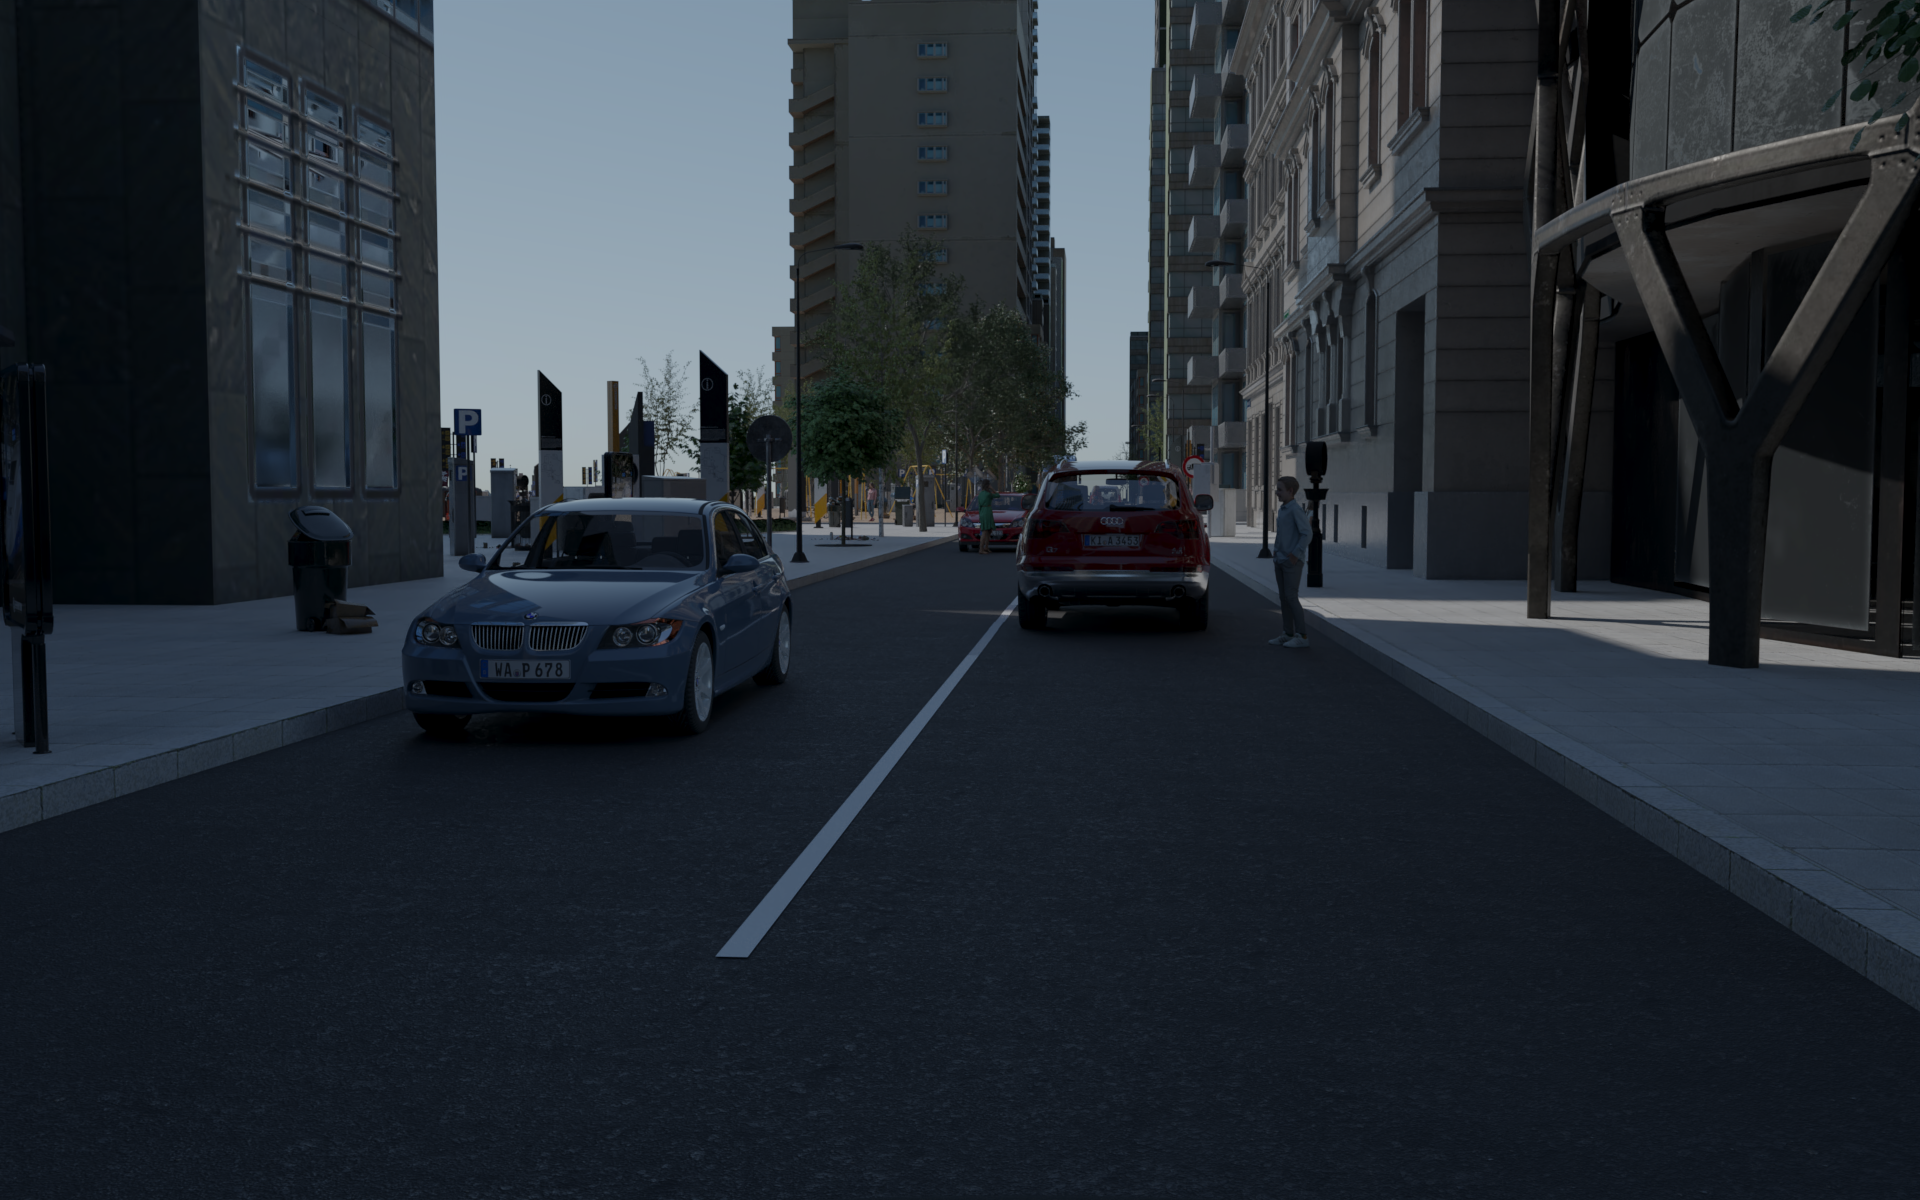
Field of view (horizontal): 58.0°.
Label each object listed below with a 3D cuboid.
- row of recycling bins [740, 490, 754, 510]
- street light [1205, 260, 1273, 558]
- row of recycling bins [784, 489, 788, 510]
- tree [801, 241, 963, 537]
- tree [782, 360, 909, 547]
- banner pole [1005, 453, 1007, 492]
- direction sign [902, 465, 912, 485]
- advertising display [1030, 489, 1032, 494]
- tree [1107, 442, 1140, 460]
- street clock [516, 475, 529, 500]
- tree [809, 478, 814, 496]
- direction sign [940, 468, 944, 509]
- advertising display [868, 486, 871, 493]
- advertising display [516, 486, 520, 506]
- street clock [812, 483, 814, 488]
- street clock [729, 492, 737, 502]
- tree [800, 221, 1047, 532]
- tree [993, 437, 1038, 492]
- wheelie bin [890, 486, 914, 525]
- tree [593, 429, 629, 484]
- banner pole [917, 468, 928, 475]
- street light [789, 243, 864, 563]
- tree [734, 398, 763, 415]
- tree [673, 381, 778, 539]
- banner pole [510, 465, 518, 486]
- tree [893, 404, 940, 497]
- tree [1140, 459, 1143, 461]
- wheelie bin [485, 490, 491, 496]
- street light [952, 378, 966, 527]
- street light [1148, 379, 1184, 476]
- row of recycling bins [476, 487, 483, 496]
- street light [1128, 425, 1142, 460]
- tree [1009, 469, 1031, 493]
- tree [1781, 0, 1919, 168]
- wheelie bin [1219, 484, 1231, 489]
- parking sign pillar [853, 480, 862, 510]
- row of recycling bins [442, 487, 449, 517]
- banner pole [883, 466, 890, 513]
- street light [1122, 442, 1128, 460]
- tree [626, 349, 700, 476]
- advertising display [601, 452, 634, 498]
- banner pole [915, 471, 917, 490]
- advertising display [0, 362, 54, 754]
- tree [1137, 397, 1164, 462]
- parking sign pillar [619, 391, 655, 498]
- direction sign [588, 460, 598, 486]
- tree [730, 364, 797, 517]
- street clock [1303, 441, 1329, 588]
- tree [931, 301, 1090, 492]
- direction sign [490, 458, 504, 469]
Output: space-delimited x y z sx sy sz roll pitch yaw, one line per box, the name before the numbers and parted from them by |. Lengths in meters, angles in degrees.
row of recycling bins | -18.731 -8.348 143.604 3.534 1.692 1.069 1 4 17
street light | 5.569 -3.792 34.533 1.470 5.913 1.316 0 4 5
row of recycling bins | -13.514 -8.135 140.112 1.069 1.692 3.534 -1 4 -19
tree | -2.108 -6.181 51.416 4.737 8.622 4.395 0 3 0
tree | -2.964 -3.604 42.632 4.285 4.588 4.351 0 3 0
banner pole | 2.550 -6.426 95.075 0.401 3.779 0.863 0 4 -3
direction sign | -4.149 -8.803 135.926 0.876 3.537 0.379 1 4 16
advertising display | 5.721 -8.227 139.732 0.123 1.923 0.974 0 4 2
tree | 22.607 -17.513 236.692 4.360 8.622 3.978 0 3 0
street clock | -16.425 -3.702 65.095 0.358 2.002 0.471 2 4 25
tree | -11.184 -11.092 131.721 4.360 8.622 3.978 0 3 0
direction sign | -1.461 -9.560 148.305 0.379 3.537 0.876 -2 4 -31
advertising display | -7.539 -8.507 144.304 0.123 1.923 0.974 -2 4 -29
advertising display | -34.833 -7.989 135.834 0.123 1.923 0.974 1 4 15
street clock | -8.197 -5.789 99.227 0.471 2.002 0.358 -1 4 -14
street clock | -15.479 -6.858 116.702 0.358 2.002 0.471 -2 4 -25
tree | -1.246 -7.605 58.760 8.767 10.594 7.601 0 4 -4
tree | 3.483 -9.961 113.232 4.360 8.622 3.978 0 3 0
wheelie bin | -2.388 -3.878 71.321 0.980 1.594 0.693 0 4 2
tree | -9.653 -3.439 50.823 1.663 3.219 1.824 0 3 0
banner pole | -2.797 -9.078 138.443 0.863 3.779 0.401 2 4 34
street light | -2.472 -3.652 32.250 1.470 5.913 1.316 0 4 5
tree | -16.984 -10.802 126.977 4.360 8.622 3.978 0 3 0
tree | -3.798 -2.150 29.755 1.663 3.219 1.824 0 3 0
banner pole | -38.159 -9.662 147.987 0.863 3.779 0.401 0 4 -3
tree | -3.408 -10.698 125.276 4.360 8.622 3.978 0 3 0
tree | 16.633 -10.833 160.829 4.285 4.588 4.351 0 3 0
wheelie bin | -36.460 -7.676 133.403 0.693 1.594 0.980 0 4 6
street light | 0.406 -5.819 67.682 1.470 5.913 1.316 0 4 5
street light | 8.455 -5.959 69.965 1.470 5.913 1.316 0 4 5
row of recycling bins | -29.260 -5.849 102.739 1.069 1.692 3.534 0 4 4
street light | 12.269 -8.824 116.815 1.470 5.913 1.316 0 4 5
tree | 4.645 -8.274 129.883 1.663 3.219 1.824 0 3 0
tree | 4.552 -1.341 5.647 4.285 4.588 4.351 0 3 0
wheelie bin | 8.551 -3.003 57.002 0.980 1.594 0.693 2 4 24
parking sign pillar | -8.089 -9.381 141.855 1.447 3.967 1.447 0 4 -3
row of recycling bins | -28.519 -5.489 96.863 1.069 1.692 3.534 0 4 0
banner pole | -5.064 -7.811 117.729 0.401 3.779 0.863 2 4 33
street light | 15.659 -11.296 157.225 1.470 5.913 1.316 0 4 5
tree | -15.386 -8.473 88.897 4.360 8.622 3.978 0 3 0
advertising display | -5.268 -1.320 26.789 0.123 1.923 0.974 1 4 9
banner pole | -3.522 -9.710 148.770 0.863 3.779 0.401 -2 4 -28
advertising display | -4.784 -0.223 8.864 0.123 1.923 0.974 -2 4 -35
tree | 15.177 -10.821 127.285 4.737 8.622 4.395 0 3 0
parking sign pillar | -8.503 -3.532 46.220 1.447 3.967 1.447 -1 4 -21
direction sign | -24.037 -7.477 114.251 0.379 3.537 0.876 -2 4 -29
tree | -12.080 -9.064 98.555 4.737 8.622 4.395 0 3 0
street clock | 4.890 -1.177 23.809 0.358 2.002 0.471 1 4 22
tree | 2.537 -11.404 103.458 9.611 12.733 9.660 0 3 0
direction sign | -29.128 -7.166 109.155 0.876 3.537 0.379 -2 4 -34
